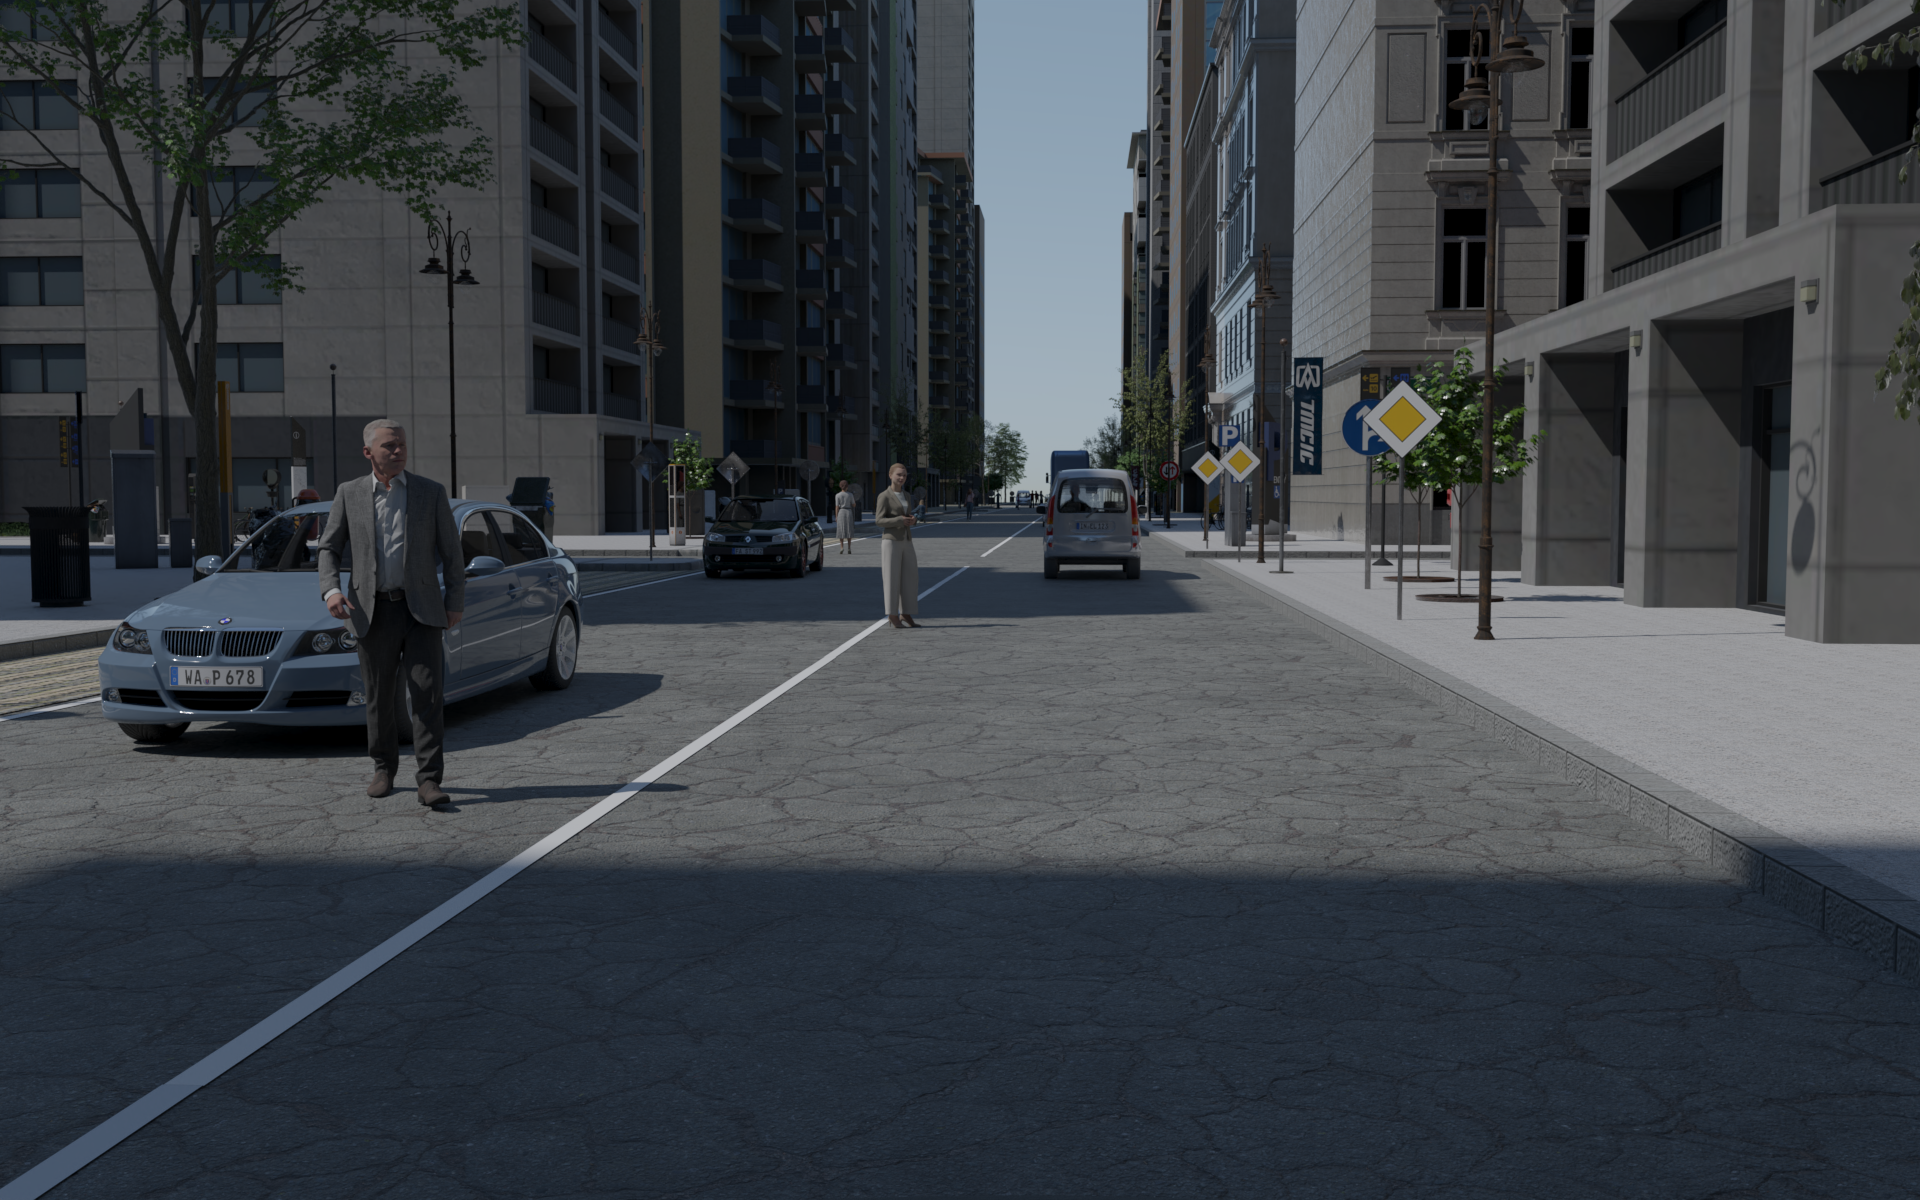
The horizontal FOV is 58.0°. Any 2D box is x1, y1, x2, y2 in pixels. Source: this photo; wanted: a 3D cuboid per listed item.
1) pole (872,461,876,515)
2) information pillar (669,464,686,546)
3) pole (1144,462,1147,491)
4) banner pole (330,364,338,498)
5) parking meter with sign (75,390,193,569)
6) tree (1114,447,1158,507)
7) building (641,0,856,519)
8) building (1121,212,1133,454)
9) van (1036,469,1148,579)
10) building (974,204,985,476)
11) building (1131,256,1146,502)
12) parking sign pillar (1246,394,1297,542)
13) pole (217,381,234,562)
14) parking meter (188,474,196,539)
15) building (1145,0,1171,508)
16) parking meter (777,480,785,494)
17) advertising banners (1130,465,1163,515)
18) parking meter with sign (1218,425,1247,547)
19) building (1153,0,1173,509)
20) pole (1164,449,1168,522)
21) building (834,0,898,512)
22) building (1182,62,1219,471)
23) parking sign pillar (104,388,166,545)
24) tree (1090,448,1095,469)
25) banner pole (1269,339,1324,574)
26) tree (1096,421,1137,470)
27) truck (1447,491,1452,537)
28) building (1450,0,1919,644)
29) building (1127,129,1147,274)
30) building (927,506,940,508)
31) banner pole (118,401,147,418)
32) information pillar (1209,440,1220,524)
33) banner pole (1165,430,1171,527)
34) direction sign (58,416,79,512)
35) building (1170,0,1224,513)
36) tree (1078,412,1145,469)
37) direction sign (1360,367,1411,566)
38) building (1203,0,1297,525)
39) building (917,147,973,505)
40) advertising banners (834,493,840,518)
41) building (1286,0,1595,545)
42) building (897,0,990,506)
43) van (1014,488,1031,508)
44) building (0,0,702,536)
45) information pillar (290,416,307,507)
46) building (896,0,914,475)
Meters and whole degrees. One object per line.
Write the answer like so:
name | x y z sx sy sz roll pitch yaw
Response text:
pole | -5.251 -6.842 105.712 0.158 3.312 0.155 0 3 0
information pillar | -6.999 -2.347 42.863 0.304 2.012 0.304 -3 5 -39
pole | 11.921 -7.198 111.536 0.158 3.312 0.155 0 3 0
banner pole | -12.117 -2.664 33.567 0.401 3.779 0.863 -1 4 -22
parking meter with sign | -14.204 -2.052 29.812 1.738 3.016 0.543 -2 4 -29
tree | 12.212 -8.318 119.713 4.285 4.588 4.351 0 3 0
building | -17.670 -26.995 95.987 22.147 44.769 28.867 0 4 4
building | 31.876 -37.690 266.342 14.600 45.320 14.200 0 4 4
van | 2.332 -1.446 30.655 2.013 2.044 4.112 0 4 4
building | -3.555 -37.337 260.573 14.600 45.320 14.200 0 4 4
building | 28.430 -26.843 210.580 14.160 30.474 14.107 0 4 4
parking sign pillar | 8.452 -3.589 47.154 1.447 3.967 1.447 3 4 38
pole | -13.284 -2.293 31.338 0.158 3.312 0.155 0 3 0
parking meter | -21.773 -2.663 49.252 0.255 1.863 0.399 -1 4 -21
building | 29.064 -38.556 172.386 21.231 58.520 28.212 0 4 4
parking meter | -7.243 -3.917 69.755 0.399 1.863 0.255 0 4 -4
advertising banners | 11.389 -6.673 105.293 2.074 3.025 0.090 1 4 10
parking meter with sign | 6.807 -2.856 42.954 0.543 3.016 1.738 0 4 -1
building | 27.502 -29.953 144.359 22.147 44.769 28.867 0 4 4
pole | 9.349 -5.178 78.510 0.158 3.312 0.155 0 3 0
building | -12.136 -26.911 123.590 14.154 41.232 14.086 0 4 4
building | 21.055 -18.894 102.432 14.314 27.812 24.014 0 4 4
parking sign pillar | -21.257 -3.427 44.510 1.447 3.967 1.447 2 4 33
tree | 16.118 -14.140 181.548 4.737 8.622 4.395 0 3 0
banner pole | 5.436 -2.318 27.923 0.863 3.779 0.401 1 4 13
tree | 15.800 -13.491 170.947 4.360 8.622 3.978 0 3 0
truck | 15.587 -2.925 36.744 11.283 4.237 2.839 0 4 3
building | 17.870 -35.366 16.490 20.563 71.187 20.611 0 4 4
building | 38.215 -40.096 244.813 28.713 52.752 27.495 0 4 4
building | -12.519 -44.620 167.783 20.563 71.187 20.611 0 4 4
banner pole | -22.364 -3.474 46.809 0.863 3.779 0.401 -2 4 -30
information pillar | 10.860 -5.062 74.120 0.504 3.616 0.183 0 4 -1
banner pole | 8.026 -4.675 66.455 0.401 3.779 0.863 0 4 2
direction sign | -26.057 -3.589 50.685 0.379 3.537 0.876 0 4 6
building | 22.197 -28.907 122.732 14.600 45.320 14.200 0 4 4
tree | 17.192 -16.123 198.022 8.767 10.594 7.601 0 4 5
direction sign | 7.586 -2.385 30.986 0.876 3.537 0.379 0 4 4
building | 18.834 -17.973 79.760 13.634 28.700 20.117 0 4 4
building | -9.817 -34.436 217.649 22.147 44.769 28.867 0 4 4
advertising banners | -6.518 -6.017 94.572 0.090 3.025 2.074 1 4 13
building | 32.134 -16.671 48.982 44.131 29.872 17.030 0 4 4
building | -6.247 -49.129 241.504 20.563 71.187 20.611 0 4 4
van | 6.541 -10.488 178.489 2.013 2.044 4.112 0 4 2
building | -20.602 -38.146 61.946 20.563 71.187 20.611 0 4 4
information pillar | -20.038 -3.738 52.477 0.183 3.616 0.504 2 4 33
building | -18.215 -33.971 144.666 28.713 52.752 27.495 0 4 4
